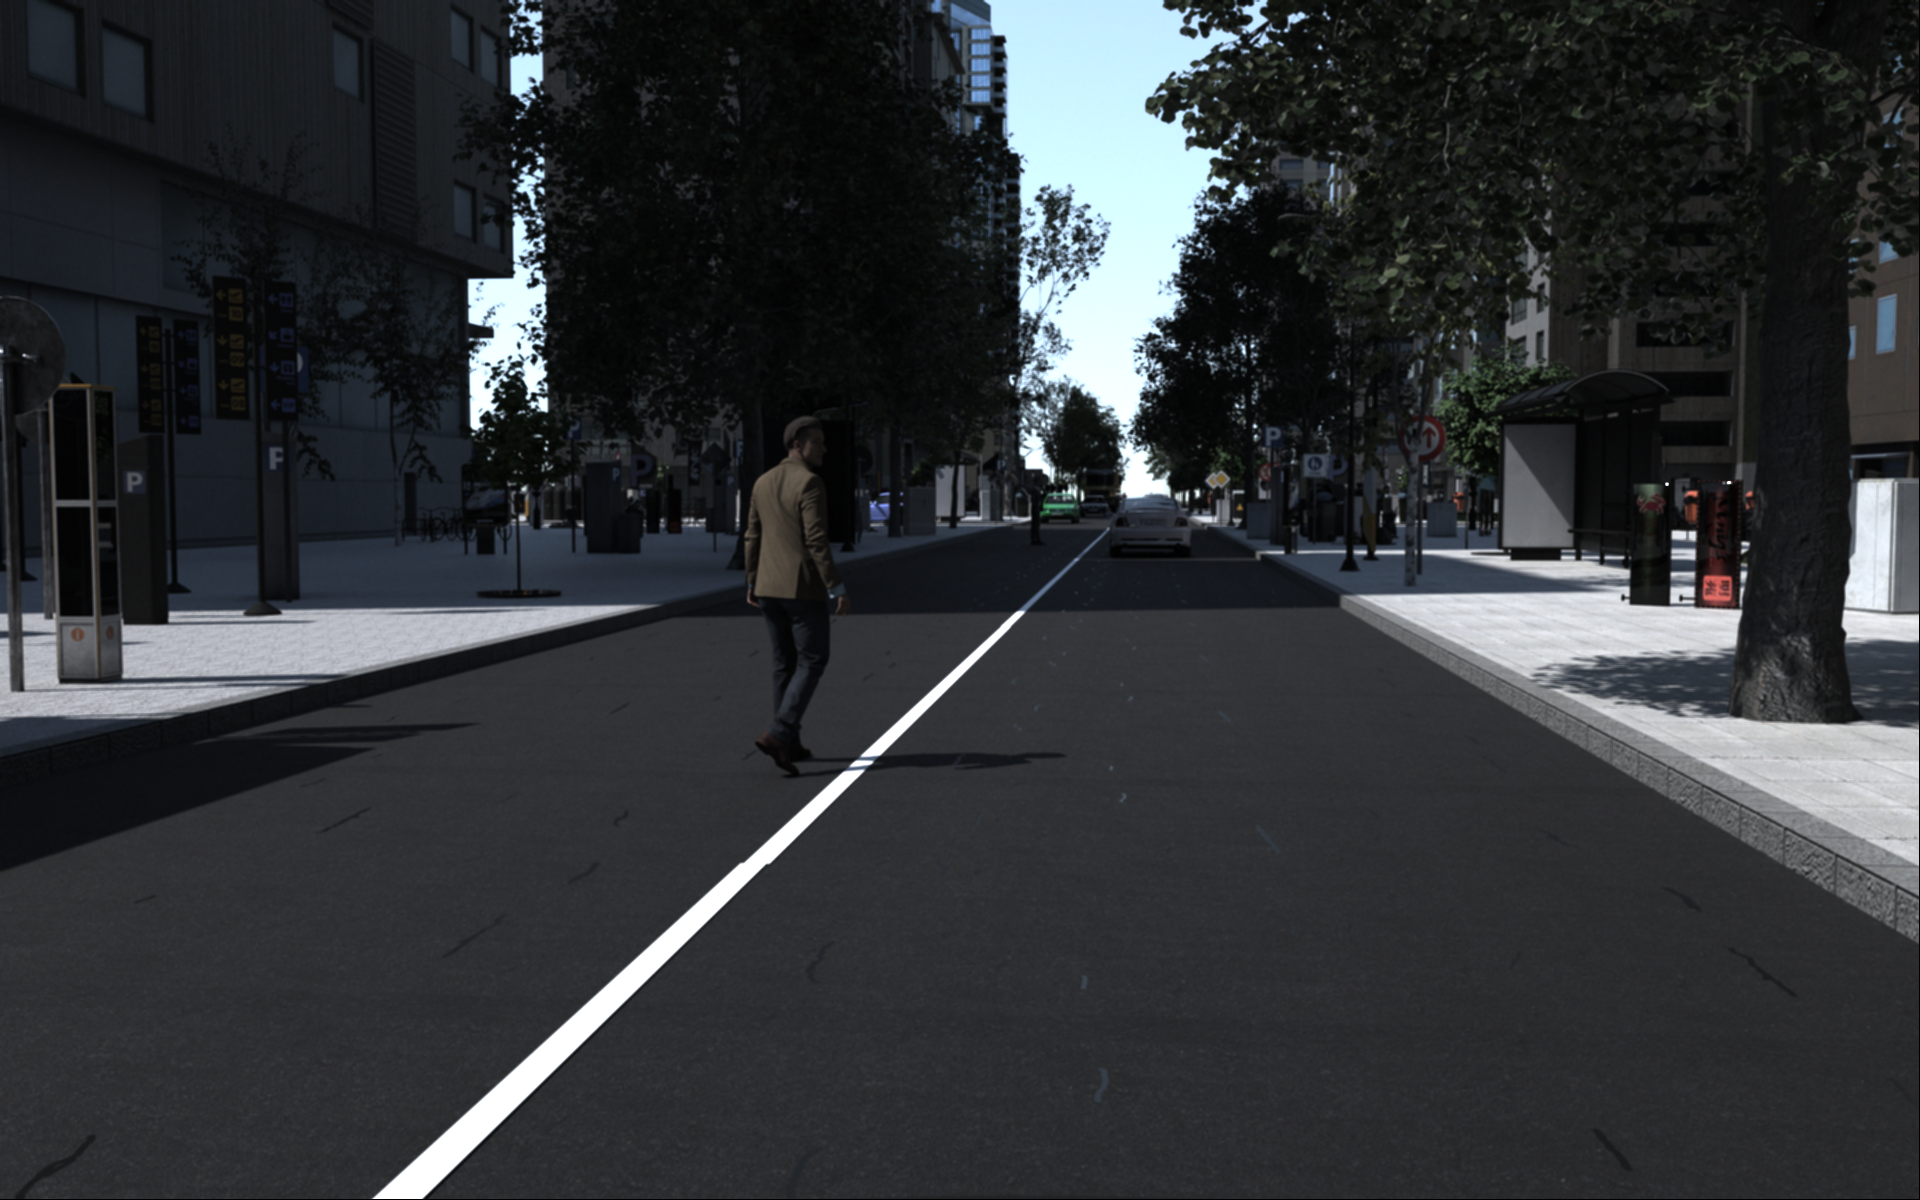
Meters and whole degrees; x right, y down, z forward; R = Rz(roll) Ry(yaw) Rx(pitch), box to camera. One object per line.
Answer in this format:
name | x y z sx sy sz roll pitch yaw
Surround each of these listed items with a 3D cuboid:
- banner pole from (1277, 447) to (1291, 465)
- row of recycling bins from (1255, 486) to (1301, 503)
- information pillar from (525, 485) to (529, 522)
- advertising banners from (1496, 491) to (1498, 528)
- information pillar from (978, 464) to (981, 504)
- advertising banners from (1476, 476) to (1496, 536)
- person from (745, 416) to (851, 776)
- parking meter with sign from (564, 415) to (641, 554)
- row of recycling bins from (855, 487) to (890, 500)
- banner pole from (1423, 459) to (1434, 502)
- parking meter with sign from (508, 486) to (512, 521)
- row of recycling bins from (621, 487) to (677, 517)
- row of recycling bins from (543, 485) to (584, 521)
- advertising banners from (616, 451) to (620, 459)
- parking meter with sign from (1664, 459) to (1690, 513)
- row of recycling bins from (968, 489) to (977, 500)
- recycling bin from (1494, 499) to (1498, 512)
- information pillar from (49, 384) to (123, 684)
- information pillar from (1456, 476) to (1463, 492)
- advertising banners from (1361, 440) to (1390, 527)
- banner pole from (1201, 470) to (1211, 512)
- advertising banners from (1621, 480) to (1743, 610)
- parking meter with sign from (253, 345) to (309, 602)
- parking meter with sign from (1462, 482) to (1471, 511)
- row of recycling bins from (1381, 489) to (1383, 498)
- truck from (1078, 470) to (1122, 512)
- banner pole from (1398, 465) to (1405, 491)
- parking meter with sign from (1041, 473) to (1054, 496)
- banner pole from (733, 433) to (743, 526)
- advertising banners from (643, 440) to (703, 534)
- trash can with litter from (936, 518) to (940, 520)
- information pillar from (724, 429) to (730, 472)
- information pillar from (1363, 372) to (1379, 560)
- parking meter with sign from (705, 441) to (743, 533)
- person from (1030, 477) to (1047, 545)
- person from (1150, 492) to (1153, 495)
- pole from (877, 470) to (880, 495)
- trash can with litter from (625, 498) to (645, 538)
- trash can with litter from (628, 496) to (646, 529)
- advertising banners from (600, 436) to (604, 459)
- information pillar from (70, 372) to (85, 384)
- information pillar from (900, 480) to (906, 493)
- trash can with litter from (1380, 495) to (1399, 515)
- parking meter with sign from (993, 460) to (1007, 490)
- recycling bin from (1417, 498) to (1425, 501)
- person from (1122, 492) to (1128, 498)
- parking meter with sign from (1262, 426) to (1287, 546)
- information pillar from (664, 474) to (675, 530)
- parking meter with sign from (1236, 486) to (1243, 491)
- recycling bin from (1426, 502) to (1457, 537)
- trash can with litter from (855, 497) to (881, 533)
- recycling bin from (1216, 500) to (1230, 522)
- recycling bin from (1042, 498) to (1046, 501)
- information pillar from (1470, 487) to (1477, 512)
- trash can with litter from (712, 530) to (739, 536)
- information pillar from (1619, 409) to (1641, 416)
banner pole | 15.357 -5.662 82.584 0.863 3.779 0.401 2 4 23
row of recycling bins | 16.867 -5.253 93.004 3.534 1.692 1.069 -2 4 -31
information pillar | -20.106 -5.477 80.911 0.504 3.616 0.183 1 4 21
advertising banners | 19.651 -4.057 62.518 0.090 3.025 2.074 -2 4 -28
information pillar | 1.570 -8.346 127.819 0.504 3.616 0.183 -2 4 -31
advertising banners | 15.938 -3.459 52.743 0.090 3.025 2.074 2 4 30
person | -0.855 -0.039 9.043 0.656 1.842 0.836 1 4 13
parking meter with sign | -7.764 -2.536 37.720 1.738 3.016 0.543 2 4 25
row of recycling bins | -4.826 -5.842 102.637 3.534 1.692 1.069 0 4 0
banner pole | 24.129 -6.066 89.199 0.863 3.779 0.401 2 4 29
parking meter with sign | -21.966 -5.205 81.369 1.738 3.016 0.543 0 4 3
row of recycling bins | -17.090 -5.375 94.990 3.534 1.692 1.069 1 4 10
row of recycling bins | -18.726 -4.650 83.147 3.534 1.692 1.069 2 4 35
advertising banners | -14.132 -4.546 70.512 0.090 3.025 2.074 -2 4 -27
parking meter with sign | 36.096 -5.519 86.499 1.738 3.016 0.543 1 4 21
row of recycling bins | 1.119 -8.186 140.952 1.069 1.692 3.534 0 4 2
recycling bin | 27.562 -4.680 89.079 0.722 1.027 0.722 1 4 12
information pillar | -5.936 -0.445 11.770 0.304 2.012 0.304 0 4 3
information pillar | 27.675 -6.397 95.939 0.504 3.616 0.183 -3 5 -42
advertising banners | 13.446 -3.648 55.838 0.090 3.025 2.074 2 4 35
banner pole | 17.665 -8.238 124.700 0.863 3.779 0.401 0 4 2
advertising banners | 8.455 -1.415 19.324 2.074 3.025 0.090 3 5 43
parking meter with sign | -8.337 -1.523 21.169 0.543 3.016 1.738 -2 4 -28
parking meter with sign | 32.662 -7.102 112.377 0.543 3.016 1.738 -1 4 -14
row of recycling bins | 32.994 -7.928 136.733 1.069 1.692 3.534 0 4 5
truck | 11.449 -8.770 139.309 3.469 3.379 9.791 0 4 8
banner pole | 38.400 -9.817 150.529 0.401 3.779 0.863 -2 4 -32
parking meter with sign | 7.439 -9.042 144.104 1.738 3.016 0.543 3 4 37
banner pole | -8.841 -4.856 69.407 0.863 3.779 0.401 2 4 32
advertising banners | -9.296 -3.670 56.187 2.074 3.025 0.090 1 4 13
trash can with litter | -1.099 -4.663 87.294 1.678 1.210 2.233 -2 4 -34
information pillar | -8.366 -4.331 62.174 0.183 3.616 0.504 -2 4 -25
information pillar | 7.969 -2.586 33.629 0.183 3.616 0.504 -1 4 -9
parking meter with sign | -7.834 -3.755 57.657 1.738 3.016 0.543 3 5 43
person | 2.232 -2.525 49.138 0.474 1.900 0.648 0 4 4
person | 30.492 -16.424 276.903 0.709 1.838 0.599 -2 4 -33
pole | -6.799 -9.236 144.850 0.158 3.312 0.155 0 3 0
trash can with litter | -9.727 -2.394 50.536 1.055 1.170 0.624 0 4 -4
trash can with litter | -12.136 -3.257 64.302 1.678 1.210 2.233 -1 4 -15
advertising banners | -10.762 -3.371 51.309 0.090 3.025 2.074 0 4 2
information pillar | -16.929 -2.580 33.542 0.183 3.616 0.504 3 4 39
information pillar | -2.973 -5.175 89.102 0.304 2.012 0.304 2 4 23
trash can with litter | 26.200 -5.712 104.442 2.233 1.210 1.678 0 3 0
parking meter with sign | 1.963 -5.655 88.719 0.543 3.016 1.738 -1 4 -10
recycling bin | 32.956 -6.829 124.202 0.722 1.027 0.722 1 4 21
person | 23.156 -14.293 242.871 1.217 1.739 0.721 -3 5 -40
parking meter with sign | 8.081 -2.897 43.633 0.543 3.016 1.738 0 4 -5
information pillar | -10.434 -3.531 62.218 0.304 2.012 0.304 -2 4 -27
parking meter with sign | 18.957 -7.453 118.109 1.738 3.016 0.543 0 4 -1
recycling bin | 14.462 -2.411 51.980 0.722 1.027 0.722 0 4 -3
trash can with litter | -3.290 -2.901 58.481 1.678 1.210 2.233 2 4 32
recycling bin | 12.165 -4.097 79.546 0.722 1.027 0.722 1 4 13
recycling bin | 6.426 -7.327 132.344 0.722 1.027 0.722 1 4 11
information pillar | 33.859 -6.706 114.132 0.304 2.012 0.304 -1 4 -14
trash can with litter | -6.775 -2.629 54.037 2.233 1.210 1.678 3 5 40
information pillar | 15.124 -2.923 39.143 0.504 3.616 0.183 2 4 24
